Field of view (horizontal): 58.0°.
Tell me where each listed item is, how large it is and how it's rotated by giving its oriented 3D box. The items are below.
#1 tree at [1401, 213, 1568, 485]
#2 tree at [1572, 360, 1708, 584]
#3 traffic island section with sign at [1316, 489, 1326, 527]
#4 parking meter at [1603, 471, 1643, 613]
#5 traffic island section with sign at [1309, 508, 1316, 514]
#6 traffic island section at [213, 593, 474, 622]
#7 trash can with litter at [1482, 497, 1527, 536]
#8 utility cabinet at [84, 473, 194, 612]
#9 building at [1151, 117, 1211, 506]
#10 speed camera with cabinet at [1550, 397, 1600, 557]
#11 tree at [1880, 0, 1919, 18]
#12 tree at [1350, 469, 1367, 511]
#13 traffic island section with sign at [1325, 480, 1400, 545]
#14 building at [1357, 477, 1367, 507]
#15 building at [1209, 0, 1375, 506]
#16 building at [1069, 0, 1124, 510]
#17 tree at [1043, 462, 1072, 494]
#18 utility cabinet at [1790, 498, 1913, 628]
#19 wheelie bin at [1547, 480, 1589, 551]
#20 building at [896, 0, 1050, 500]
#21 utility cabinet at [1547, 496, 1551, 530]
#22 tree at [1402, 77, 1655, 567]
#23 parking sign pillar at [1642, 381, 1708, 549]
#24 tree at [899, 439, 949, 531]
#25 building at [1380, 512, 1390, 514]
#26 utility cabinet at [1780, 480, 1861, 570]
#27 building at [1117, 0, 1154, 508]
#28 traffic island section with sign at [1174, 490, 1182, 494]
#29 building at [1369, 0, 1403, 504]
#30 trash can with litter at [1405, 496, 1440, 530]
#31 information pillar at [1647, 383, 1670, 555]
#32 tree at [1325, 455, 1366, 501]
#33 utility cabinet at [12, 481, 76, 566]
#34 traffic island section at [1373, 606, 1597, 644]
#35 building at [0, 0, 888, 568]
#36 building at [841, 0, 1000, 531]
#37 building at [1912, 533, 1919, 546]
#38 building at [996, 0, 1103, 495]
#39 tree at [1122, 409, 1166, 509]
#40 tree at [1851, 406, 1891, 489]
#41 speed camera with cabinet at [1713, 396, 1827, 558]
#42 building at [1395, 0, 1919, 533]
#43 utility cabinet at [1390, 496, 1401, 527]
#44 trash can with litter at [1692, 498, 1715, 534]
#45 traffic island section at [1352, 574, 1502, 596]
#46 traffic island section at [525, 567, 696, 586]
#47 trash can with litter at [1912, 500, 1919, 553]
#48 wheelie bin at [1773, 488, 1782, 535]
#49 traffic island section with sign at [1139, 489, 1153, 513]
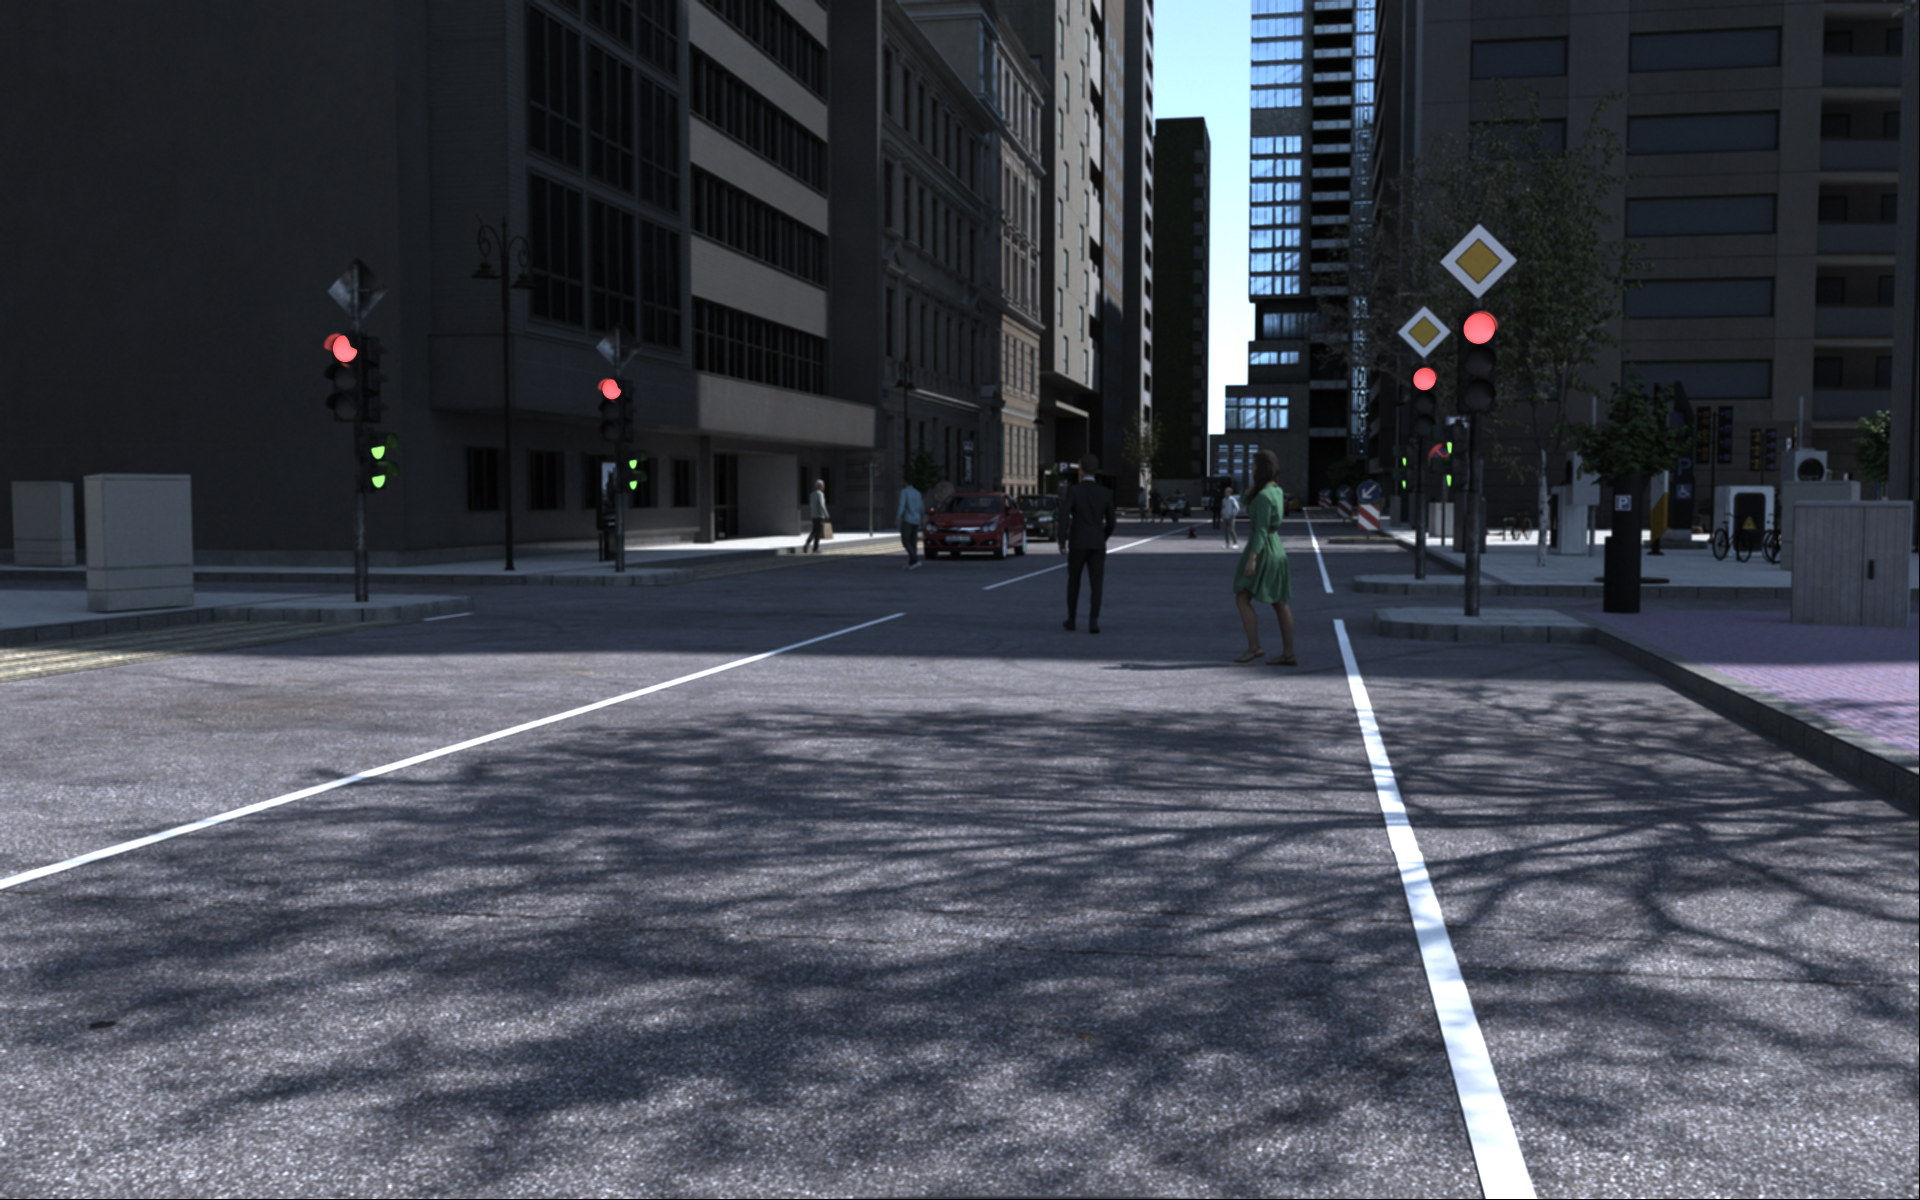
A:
[{"bbox_3d":[13.467,-5.802,45.226,4.360,8.622,3.978,0,3,0],"label":"tree"},{"bbox_3d":[9.703,-1.876,25.268,1.663,3.219,1.824,0,3,0],"label":"tree"},{"bbox_3d":[16.883,-4.159,76.633,1.989,1.847,2.006,1,4,11],"label":"traffic island section with sign"},{"bbox_3d":[7.183,-0.633,18.759,0.372,1.533,0.369,0,3,0],"label":"parking meter"},{"bbox_3d":[26.614,-7.188,126.146,1.989,1.847,2.006,1,4,11],"label":"traffic island section with sign"},{"bbox_3d":[-7.152,0.099,20.668,2.009,0.180,2.903,1,4,11],"label":"traffic island section"},{"bbox_3d":[16.549,-2.620,53.897,2.233,1.210,1.678,0,4,6],"label":"trash can with litter"},{"bbox_3d":[-9.075,-0.641,19.157,0.318,1.500,1.173,1,4,23],"label":"utility cabinet"},{"bbox_3d":[20.395,-31.104,192.143,14.086,41.232,14.154,1,4,11],"label":"building"},{"bbox_3d":[12.780,-2.547,35.987,0.660,3.252,2.038,0,4,7],"label":"speed camera with cabinet"},{"bbox_3d":[6.876,-5.981,8.166,12.009,13.543,11.850,0,3,0],"label":"tree"},{"bbox_3d":[30.853,-8.518,133.875,1.663,3.219,1.824,0,3,0],"label":"tree"},{"bbox_3d":[11.702,-2.541,50.179,1.989,1.847,2.006,1,4,11],"label":"traffic island section with sign"},{"bbox_3d":[53.134,-28.476,157.466,32.217,40.220,23.993,1,4,11],"label":"building"},{"bbox_3d":[43.968,-53.715,190.919,31.000,86.520,22.319,1,4,11],"label":"building"},{"bbox_3d":[5.329,-29.807,137.463,14.600,45.320,14.200,1,4,11],"label":"building"},{"bbox_3d":[5.602,-6.579,102.161,1.663,3.219,1.824,0,3,0],"label":"tree"},{"bbox_3d":[8.734,-0.356,16.978,1.020,1.237,0.306,2,4,33],"label":"utility cabinet"},{"bbox_3d":[13.289,-1.835,37.908,0.693,1.594,0.980,2,4,34],"label":"wheelie bin"},{"bbox_3d":[-3.322,-18.657,90.947,13.634,28.700,20.117,1,4,11],"label":"building"},{"bbox_3d":[21.138,-3.060,61.191,1.020,1.237,0.306,1,4,20],"label":"utility cabinet"},{"bbox_3d":[10.130,-4.888,30.283,4.737,8.622,4.395,0,3,0],"label":"tree"},{"bbox_3d":[16.893,-3.201,40.810,1.447,3.967,1.447,0,4,8],"label":"parking sign pillar"},{"bbox_3d":[-1.196,-4.039,60.632,1.663,3.219,1.824,0,3,0],"label":"tree"},{"bbox_3d":[43.902,-25.704,112.134,32.217,40.220,23.993,1,4,11],"label":"building"},{"bbox_3d":[14.252,-1.224,28.698,0.318,1.500,1.173,-2,4,-34],"label":"utility cabinet"},{"bbox_3d":[4.261,-38.278,167.849,28.212,58.520,21.231,1,4,11],"label":"building"},{"bbox_3d":[19.523,-8.937,154.751,1.989,1.847,2.006,1,4,11],"label":"traffic island section with sign"},{"bbox_3d":[43.662,-31.326,135.878,21.300,48.544,21.600,1,4,11],"label":"building"},{"bbox_3d":[16.894,-3.159,62.711,2.233,1.210,1.678,-2,4,-26],"label":"trash can with litter"},{"bbox_3d":[14.642,-2.745,36.231,0.183,3.616,0.504,-1,4,-10],"label":"information pillar"},{"bbox_3d":[32.579,-9.957,146.507,4.285,4.588,4.351,0,3,0],"label":"tree"},{"bbox_3d":[-16.175,-1.340,30.592,1.173,1.500,0.318,1,4,23],"label":"utility cabinet"},{"bbox_3d":[5.400,0.249,18.207,2.009,0.180,2.903,1,4,11],"label":"traffic island section"},{"bbox_3d":[-12.163,-13.820,45.024,14.314,24.678,30.058,1,4,11],"label":"building"},{"bbox_3d":[-5.896,-14.342,70.650,11.583,22.565,21.152,1,4,11],"label":"building"},{"bbox_3d":[36.011,-29.951,31.692,28.212,58.520,21.231,1,4,11],"label":"building"},{"bbox_3d":[-4.992,-32.343,118.051,28.713,52.752,27.495,1,4,11],"label":"building"},{"bbox_3d":[15.848,-12.137,148.796,4.737,8.622,4.395,0,3,0],"label":"tree"},{"bbox_3d":[32.639,-4.680,60.230,4.285,4.588,4.351,0,3,0],"label":"tree"},{"bbox_3d":[16.367,-2.485,34.970,2.038,3.252,0.660,0,4,-3],"label":"speed camera with cabinet"},{"bbox_3d":[30.376,-32.668,76.123,21.231,58.520,28.212,1,4,11],"label":"building"},{"bbox_3d":[16.952,-3.440,67.407,0.306,1.237,1.020,0,4,7],"label":"utility cabinet"},{"bbox_3d":[23.800,-2.691,55.383,1.055,1.170,0.624,-2,4,-33],"label":"trash can with litter"},{"bbox_3d":[6.939,-0.230,26.043,2.009,0.180,2.903,1,4,11],"label":"traffic island section"},{"bbox_3d":[-5.613,-0.381,28.504,2.009,0.180,2.903,1,4,11],"label":"traffic island section"},{"bbox_3d":[20.999,-1.654,38.099,1.678,1.210,2.233,-2,4,-28],"label":"trash can with litter"},{"bbox_3d":[25.956,-2.849,54.492,0.693,1.594,0.980,0,4,-1],"label":"wheelie bin"},{"bbox_3d":[14.325,-7.319,128.300,1.989,1.847,2.006,1,4,11],"label":"traffic island section with sign"}]
